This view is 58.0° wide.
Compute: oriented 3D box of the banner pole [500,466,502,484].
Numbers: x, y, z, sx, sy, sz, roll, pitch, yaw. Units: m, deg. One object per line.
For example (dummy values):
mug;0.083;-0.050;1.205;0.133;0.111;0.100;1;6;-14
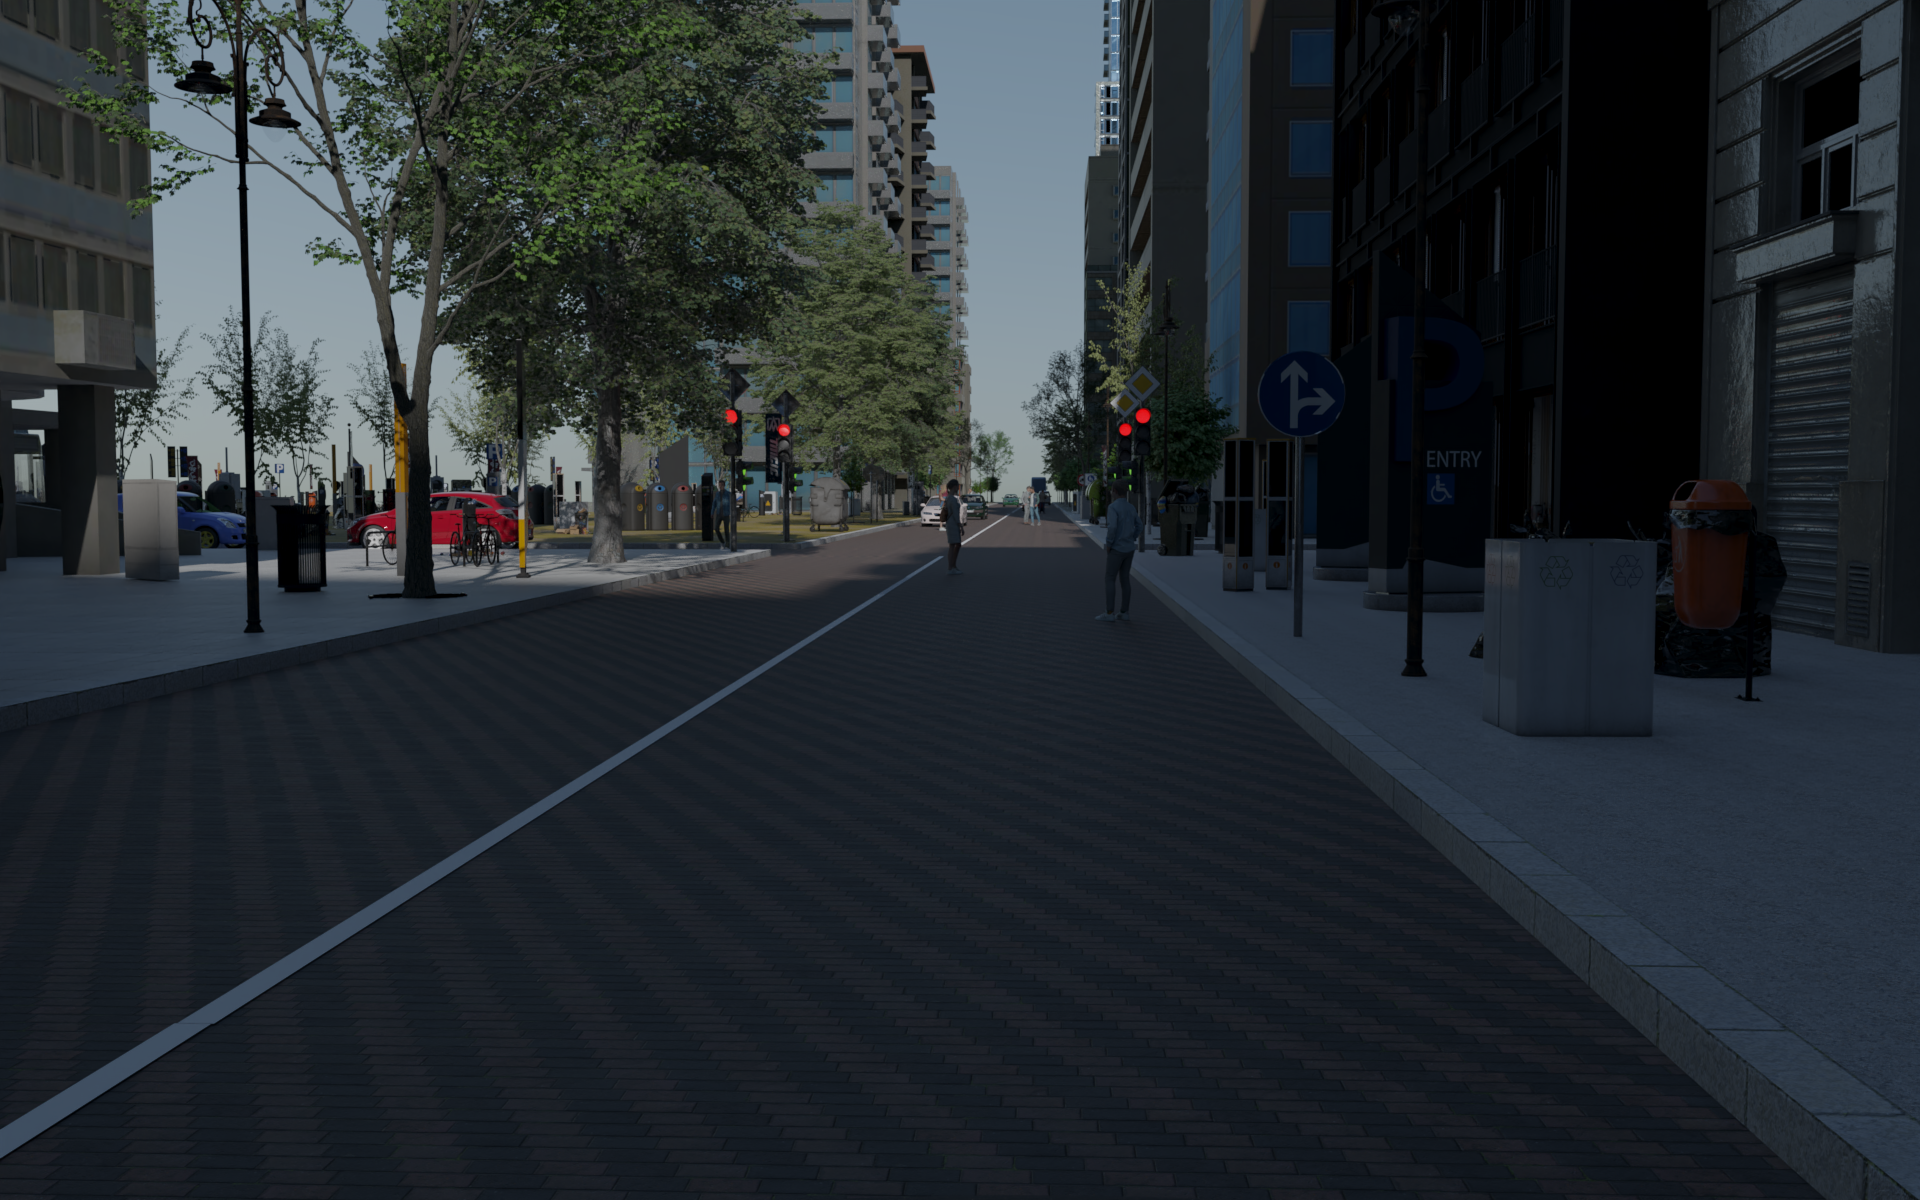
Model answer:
banner pole;-31.535;-7.872;118.724;0.863;3.779;0.401;-2;4;-24

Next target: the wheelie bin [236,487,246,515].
wheelie bin;-32.075;-4.275;77.805;0.980;1.594;0.693;2;4;27

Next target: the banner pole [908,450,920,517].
banner pole;-2.642;-6.674;99.141;0.863;3.779;0.401;2;4;33

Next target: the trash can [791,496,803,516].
trash can;-9.769;-5.635;103.782;0.748;1.137;0.748;0;3;0

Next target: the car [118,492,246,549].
car;-19.900;-2.111;44.109;3.694;1.707;1.945;0;4;3

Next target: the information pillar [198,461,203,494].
information pillar;-49.654;-7.442;113.023;0.183;3.616;0.504;1;4;18

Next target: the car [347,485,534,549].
car;-12.754;-2.042;42.431;4.494;1.783;2.155;0;4;4

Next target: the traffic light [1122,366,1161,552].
traffic light;3.979;-3.004;38.043;0.839;4.253;0.868;0;4;3

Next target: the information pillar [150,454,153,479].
information pillar;-46.658;-6.645;100.007;0.183;3.616;0.504;-2;4;-34

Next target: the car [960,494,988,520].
car;0.639;-5.385;97.827;2.009;1.686;4.222;0;4;4

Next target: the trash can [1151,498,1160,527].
trash can;7.806;-3.451;68.072;0.748;1.137;0.748;0;3;0

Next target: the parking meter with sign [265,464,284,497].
parking meter with sign;-39.719;-6.344;99.978;1.738;3.016;0.543;3;4;37

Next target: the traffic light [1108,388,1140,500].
traffic light;4.356;-3.492;46.020;0.839;4.253;0.868;0;4;3

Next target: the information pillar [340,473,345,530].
information pillar;-20.896;-3.354;59.329;0.304;2.012;0.304;3;4;38

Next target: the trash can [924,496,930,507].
trash can;-2.285;-6.194;112.921;0.748;1.137;0.748;0;3;0

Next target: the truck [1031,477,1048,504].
truck;12.318;-16.979;267.361;2.967;4.110;18.799;0;4;1

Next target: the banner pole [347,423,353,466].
banner pole;-21.386;-4.332;60.848;0.401;3.779;0.863;-2;4;-28

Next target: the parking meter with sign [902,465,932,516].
parking meter with sign;-2.569;-6.581;103.860;1.738;3.016;0.543;-1;4;-18

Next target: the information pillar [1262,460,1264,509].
information pillar;6.677;-2.004;37.250;0.304;2.012;0.304;2;4;24

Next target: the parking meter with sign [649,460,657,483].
parking meter with sign;-14.814;-5.571;87.353;1.738;3.016;0.543;2;4;30

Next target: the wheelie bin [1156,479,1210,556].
wheelie bin;4.552;-1.718;35.995;0.980;1.594;0.693;-3;5;-43

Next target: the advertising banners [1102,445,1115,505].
advertising banners;5.510;-4.052;62.430;0.090;3.025;2.074;2;4;28

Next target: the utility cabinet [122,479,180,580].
utility cabinet;-12.044;-1.047;25.800;1.173;1.500;0.318;3;5;42

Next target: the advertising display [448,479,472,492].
advertising display;-21.932;-4.343;76.228;0.123;1.923;0.974;3;5;42

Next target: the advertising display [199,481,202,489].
advertising display;-36.556;-4.746;82.808;0.123;1.923;0.974;0;4;7

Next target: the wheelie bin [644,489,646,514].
wheelie bin;-20.487;-6.436;113.138;0.980;1.594;0.693;2;4;31

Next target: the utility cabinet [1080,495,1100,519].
utility cabinet;6.614;-4.696;87.937;1.020;1.237;0.306;-1;4;-19

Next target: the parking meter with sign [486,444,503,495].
parking meter with sign;-15.948;-3.844;59.113;0.543;3.016;1.738;-1;4;-10

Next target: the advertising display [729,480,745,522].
advertising display;-10.312;-4.580;80.091;0.974;1.923;0.123;3;5;41

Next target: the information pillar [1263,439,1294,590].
information pillar;4.284;-1.145;23.216;0.304;2.012;0.304;1;4;22

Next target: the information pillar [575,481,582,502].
information pillar;-21.397;-5.665;97.113;0.304;2.012;0.304;0;4;2

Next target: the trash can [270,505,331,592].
trash can;-8.656;-0.680;22.772;0.748;1.137;0.748;0;3;0

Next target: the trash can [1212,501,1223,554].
trash can;5.804;-1.572;37.361;0.748;1.137;0.748;0;3;0

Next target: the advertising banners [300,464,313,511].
advertising banners;-37.680;-6.344;99.910;0.090;3.025;2.074;0;4;0

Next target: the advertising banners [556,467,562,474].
advertising banners;-25.953;-6.935;109.579;0.090;3.025;2.074;3;4;37

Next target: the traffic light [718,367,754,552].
traffic light;-5.023;-3.029;38.451;0.839;4.253;0.868;0;4;3

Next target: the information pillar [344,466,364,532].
information pillar;-16.084;-2.544;46.082;0.304;2.012;0.304;3;4;36

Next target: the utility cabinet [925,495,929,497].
utility cabinet;-2.553;-6.574;118.643;0.306;1.237;1.020;3;4;36

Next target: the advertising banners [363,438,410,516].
advertising banners;-17.704;-3.515;53.665;0.090;3.025;2.074;3;4;38

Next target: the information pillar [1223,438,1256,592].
information pillar;3.676;-1.121;22.821;0.304;2.012;0.304;-2;4;-30

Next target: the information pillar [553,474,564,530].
information pillar;-14.364;-3.518;62.006;0.304;2.012;0.304;-2;4;-33

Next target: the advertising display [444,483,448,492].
advertising display;-30.225;-5.844;100.767;0.974;1.923;0.123;1;4;10

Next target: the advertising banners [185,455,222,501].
advertising banners;-33.985;-5.040;78.588;2.074;3.025;0.090;-1;4;-19

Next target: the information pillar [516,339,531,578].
information pillar;-6.707;-2.152;26.539;0.183;3.616;0.504;0;4;-8

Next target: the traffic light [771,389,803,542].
traffic light;-4.646;-3.517;46.428;0.839;4.253;0.868;0;4;3

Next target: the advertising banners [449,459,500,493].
advertising banners;-18.659;-4.306;66.597;2.074;3.025;0.090;-1;4;-15

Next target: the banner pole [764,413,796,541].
banner pole;-4.917;-3.500;47.244;0.863;3.779;0.401;0;4;7

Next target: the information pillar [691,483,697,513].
information pillar;-17.949;-6.874;116.876;0.304;2.012;0.304;-2;4;-26

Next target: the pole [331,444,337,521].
pole;-25.646;-4.719;70.993;0.158;3.312;0.155;0;3;0

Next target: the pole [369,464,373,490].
pole;-40.274;-7.619;118.409;0.158;3.312;0.155;0;3;0

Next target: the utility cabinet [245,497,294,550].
utility cabinet;-15.799;-1.744;39.675;1.020;1.237;0.306;0;4;0

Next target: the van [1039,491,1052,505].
van;10.869;-13.249;223.629;2.013;2.044;4.112;0;4;1

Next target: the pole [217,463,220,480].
pole;-47.974;-7.238;112.182;0.158;3.312;0.155;0;3;0

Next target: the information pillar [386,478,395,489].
information pillar;-25.822;-4.531;78.578;0.304;2.012;0.304;1;4;9

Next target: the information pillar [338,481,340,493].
information pillar;-34.611;-5.669;97.175;0.304;2.012;0.304;-2;4;-34

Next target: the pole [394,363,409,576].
pole;-8.726;-2.033;27.077;0.158;3.312;0.155;0;3;0
